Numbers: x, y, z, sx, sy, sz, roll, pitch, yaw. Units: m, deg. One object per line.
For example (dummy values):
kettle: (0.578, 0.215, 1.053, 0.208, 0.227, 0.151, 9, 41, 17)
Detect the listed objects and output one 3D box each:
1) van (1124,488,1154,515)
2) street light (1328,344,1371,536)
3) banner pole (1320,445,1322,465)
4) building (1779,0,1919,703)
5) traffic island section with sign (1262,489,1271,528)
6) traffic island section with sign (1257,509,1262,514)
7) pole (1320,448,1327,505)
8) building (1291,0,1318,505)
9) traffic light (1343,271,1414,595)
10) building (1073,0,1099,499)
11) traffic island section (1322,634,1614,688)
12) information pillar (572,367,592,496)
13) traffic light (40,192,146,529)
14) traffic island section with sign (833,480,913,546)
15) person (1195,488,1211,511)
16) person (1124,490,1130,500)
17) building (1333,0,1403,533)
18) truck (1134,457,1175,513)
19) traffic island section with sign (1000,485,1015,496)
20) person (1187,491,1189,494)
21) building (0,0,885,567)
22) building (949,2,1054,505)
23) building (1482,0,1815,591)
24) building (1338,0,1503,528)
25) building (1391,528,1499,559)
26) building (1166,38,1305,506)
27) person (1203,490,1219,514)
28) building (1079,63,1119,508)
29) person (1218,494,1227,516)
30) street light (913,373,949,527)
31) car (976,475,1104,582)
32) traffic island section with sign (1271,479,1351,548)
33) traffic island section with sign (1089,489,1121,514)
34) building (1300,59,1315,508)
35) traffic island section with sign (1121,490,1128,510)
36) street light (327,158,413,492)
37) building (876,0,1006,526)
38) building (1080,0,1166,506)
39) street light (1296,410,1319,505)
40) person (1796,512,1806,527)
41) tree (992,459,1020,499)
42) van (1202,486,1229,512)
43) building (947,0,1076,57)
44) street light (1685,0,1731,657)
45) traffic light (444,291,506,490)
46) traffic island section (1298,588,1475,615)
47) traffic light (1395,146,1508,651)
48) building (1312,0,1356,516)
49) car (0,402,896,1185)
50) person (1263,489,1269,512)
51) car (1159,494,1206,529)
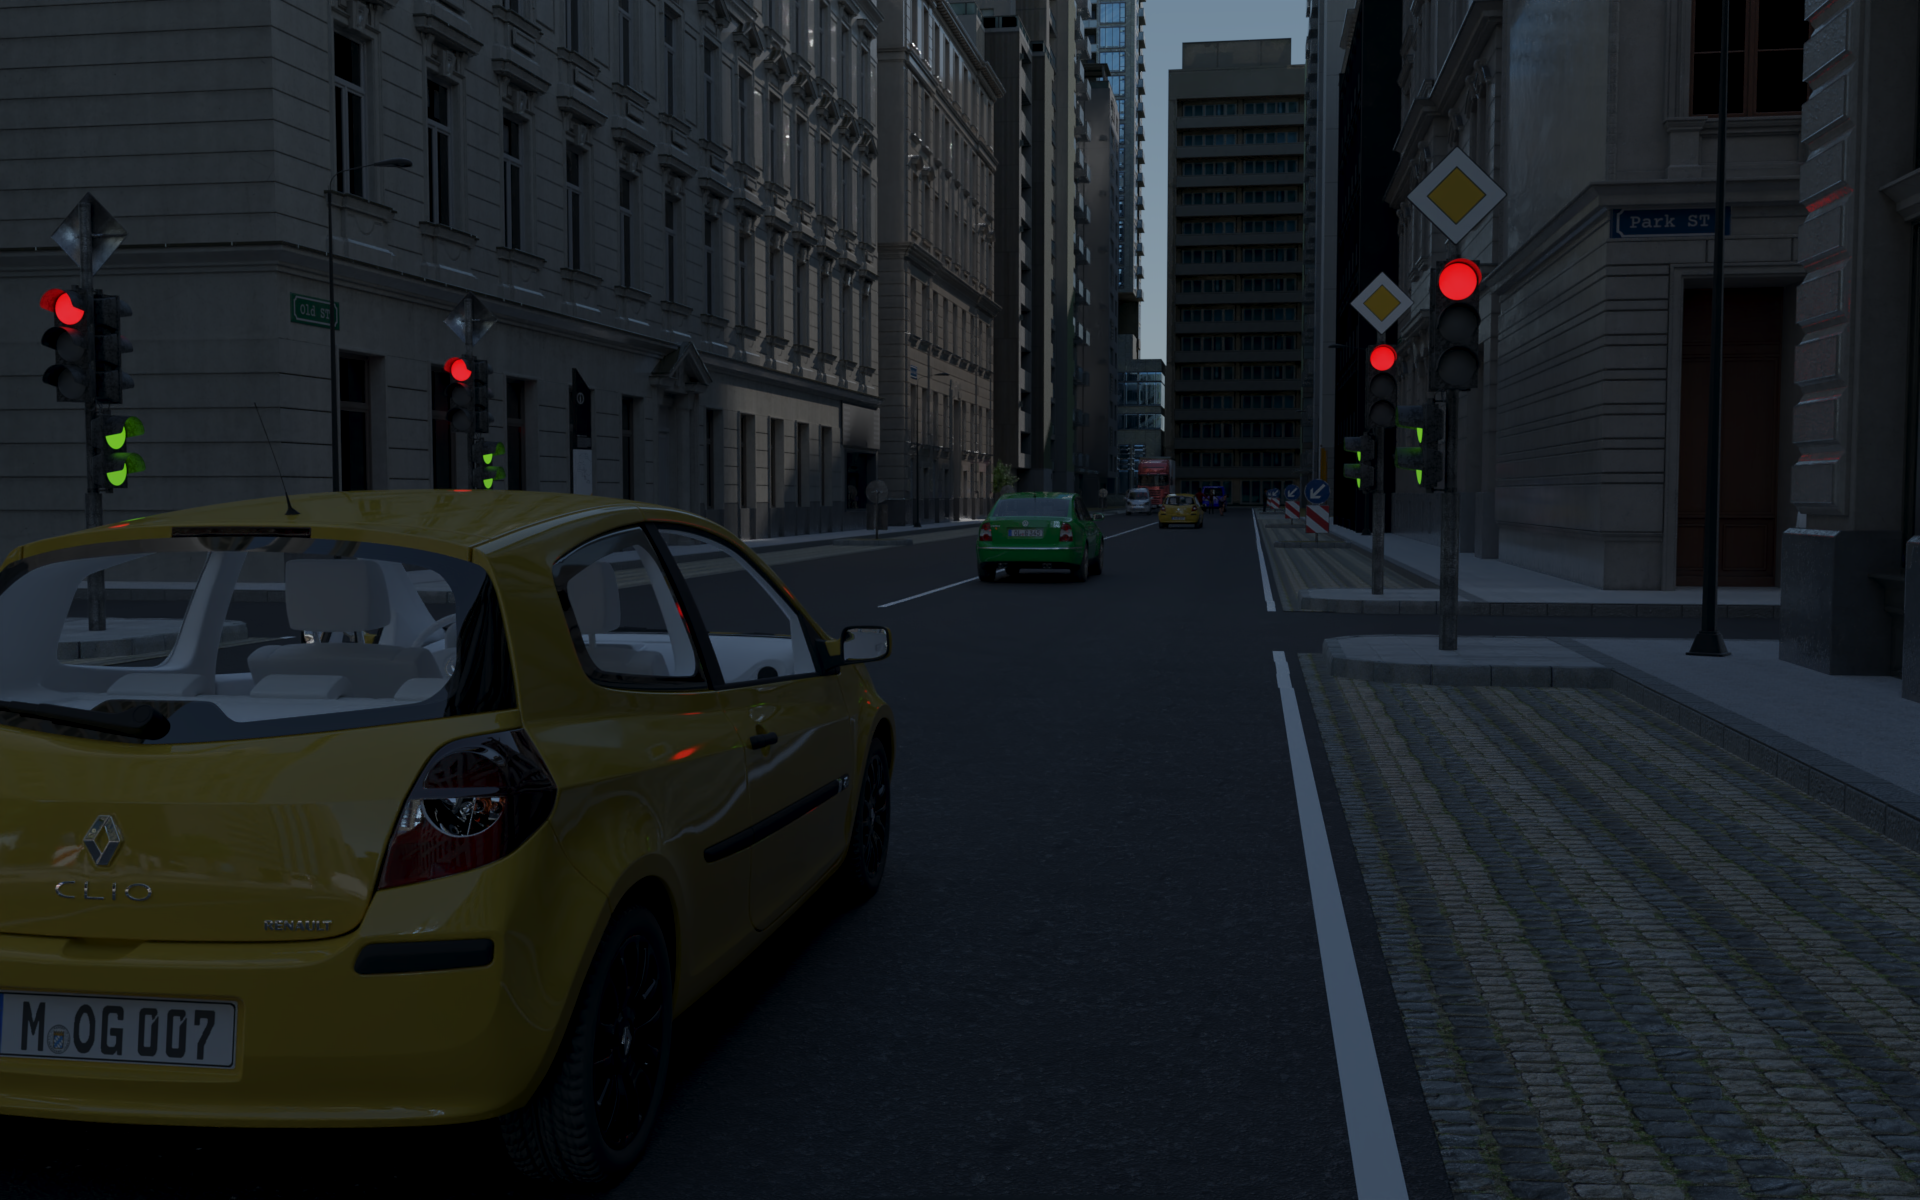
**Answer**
van: (12.141, -6.760, 117.531, 2.013, 2.044, 4.112, 0, 4, 8)
street light: (12.091, -4.964, 53.709, 1.470, 5.913, 1.316, 1, 4, 9)
banner pole: (18.386, -5.989, 87.936, 0.401, 3.779, 0.863, 2, 4, 28)
building: (9.550, -10.640, 2.842, 11.050, 23.489, 19.941, 1, 4, 9)
traffic island section with sign: (13.911, -3.947, 73.162, 1.989, 1.847, 2.006, 1, 4, 9)
traffic island section with sign: (22.172, -6.965, 122.503, 1.989, 1.847, 2.006, 1, 4, 9)
pole: (16.064, -5.073, 76.794, 0.158, 3.312, 0.155, 0, 3, 0)
building: (39.110, -31.770, 139.047, 23.786, 49.044, 30.456, 1, 4, 9)
traffic light: (5.321, -2.025, 22.034, 0.839, 4.253, 0.868, 1, 4, 9)
building: (-1.085, -31.989, 142.636, 23.786, 49.044, 30.456, 1, 4, 9)
traffic island section: (4.041, 0.490, 14.265, 2.009, 0.180, 2.903, 1, 4, 9)
information pillar: (-7.054, -2.506, 32.333, 0.183, 3.616, 0.504, 2, 4, 23)
traffic light: (-8.094, -1.666, 16.159, 0.839, 4.253, 0.868, 1, 4, 9)
traffic island section with sign: (-2.385, -2.445, 48.606, 1.989, 1.847, 2.006, 1, 4, 9)
person: (14.498, -5.885, 104.683, 1.348, 1.831, 0.705, 1, 4, 21)
person: (13.398, -7.893, 138.255, 0.721, 1.736, 1.217, 3, 4, 37)
building: (20.394, -14.273, 63.047, 12.332, 23.373, 15.834, 1, 4, 9)
truck: (15.001, -8.770, 132.307, 2.839, 4.237, 11.283, 1, 4, 9)
traffic island section with sign: (2.071, -4.076, 75.274, 1.989, 1.847, 2.006, 1, 4, 9)
person: (23.088, -10.223, 176.184, 0.617, 1.759, 0.750, -2, 4, -31)
building: (-13.992, -16.518, 46.480, 17.030, 29.872, 44.131, 1, 4, 9)
building: (-2.036, -20.476, 106.491, 14.160, 30.474, 14.107, 1, 4, 9)
building: (18.999, -11.592, 25.679, 21.152, 22.565, 11.583, 1, 4, 9)
building: (25.407, -18.028, 82.154, 14.401, 28.519, 23.554, 1, 4, 9)
building: (18.280, -15.653, 43.312, 14.401, 28.519, 23.554, 1, 4, 9)
building: (33.595, -34.553, 188.649, 21.600, 48.544, 21.300, 1, 4, 9)
person: (17.802, -6.944, 122.559, 1.217, 1.766, 0.721, 0, 4, -2)
building: (8.135, -29.632, 168.083, 14.086, 41.232, 14.154, 1, 4, 9)
person: (17.230, -6.223, 113.486, 0.421, 1.427, 0.697, -2, 4, -26)
street light: (-1.108, -5.748, 66.517, 1.470, 5.913, 1.316, 1, 4, 9)
car: (1.434, -1.277, 29.674, 1.959, 1.807, 4.718, 1, 4, 10)
traffic island section with sign: (9.433, -2.310, 46.402, 1.989, 1.847, 2.006, 1, 4, 9)
traffic island section with sign: (10.338, -7.095, 124.627, 1.989, 1.847, 2.006, 1, 4, 9)
building: (39.171, -29.275, 162.239, 14.154, 41.232, 14.086, 1, 4, 9)
traffic island section with sign: (14.902, -8.758, 151.827, 1.989, 1.847, 2.006, 1, 4, 9)
street light: (-8.246, -3.158, 24.170, 1.470, 5.913, 1.316, 1, 4, 9)
building: (-5.729, -17.337, 80.717, 12.463, 27.353, 25.104, 1, 4, 9)
building: (7.432, -53.793, 192.179, 31.000, 86.520, 22.319, 1, 4, 9)
street light: (19.273, -7.545, 95.896, 1.470, 5.913, 1.316, 1, 4, 9)
person: (9.597, -0.508, 19.408, 0.503, 1.515, 0.523, 2, 4, 28)
tree: (2.220, -6.255, 96.870, 1.663, 3.219, 1.824, 0, 3, 0)
van: (20.320, -8.195, 138.373, 2.240, 2.365, 5.245, 1, 4, 10)
building: (0.297, -26.694, 120.039, 14.154, 41.232, 14.086, 1, 4, 9)
street light: (5.434, -2.519, 13.722, 1.470, 5.913, 1.316, 1, 4, 9)
traffic light: (-6.775, -2.148, 24.035, 0.839, 4.253, 0.868, 1, 4, 9)
traffic island section: (5.359, 0.009, 22.141, 2.009, 0.180, 2.903, 1, 4, 9)
traffic light: (4.003, -1.544, 14.158, 0.839, 4.253, 0.868, 1, 4, 9)
building: (33.413, -34.737, 109.954, 21.231, 58.520, 28.212, 1, 4, 9)
car: (-1.297, 0.312, 5.117, 2.015, 1.641, 3.980, 1, 4, 9)
person: (22.591, -7.318, 128.166, 0.705, 1.821, 1.348, 0, 4, -5)
car: (9.370, -3.854, 73.238, 2.015, 1.641, 3.980, 1, 4, 11)
